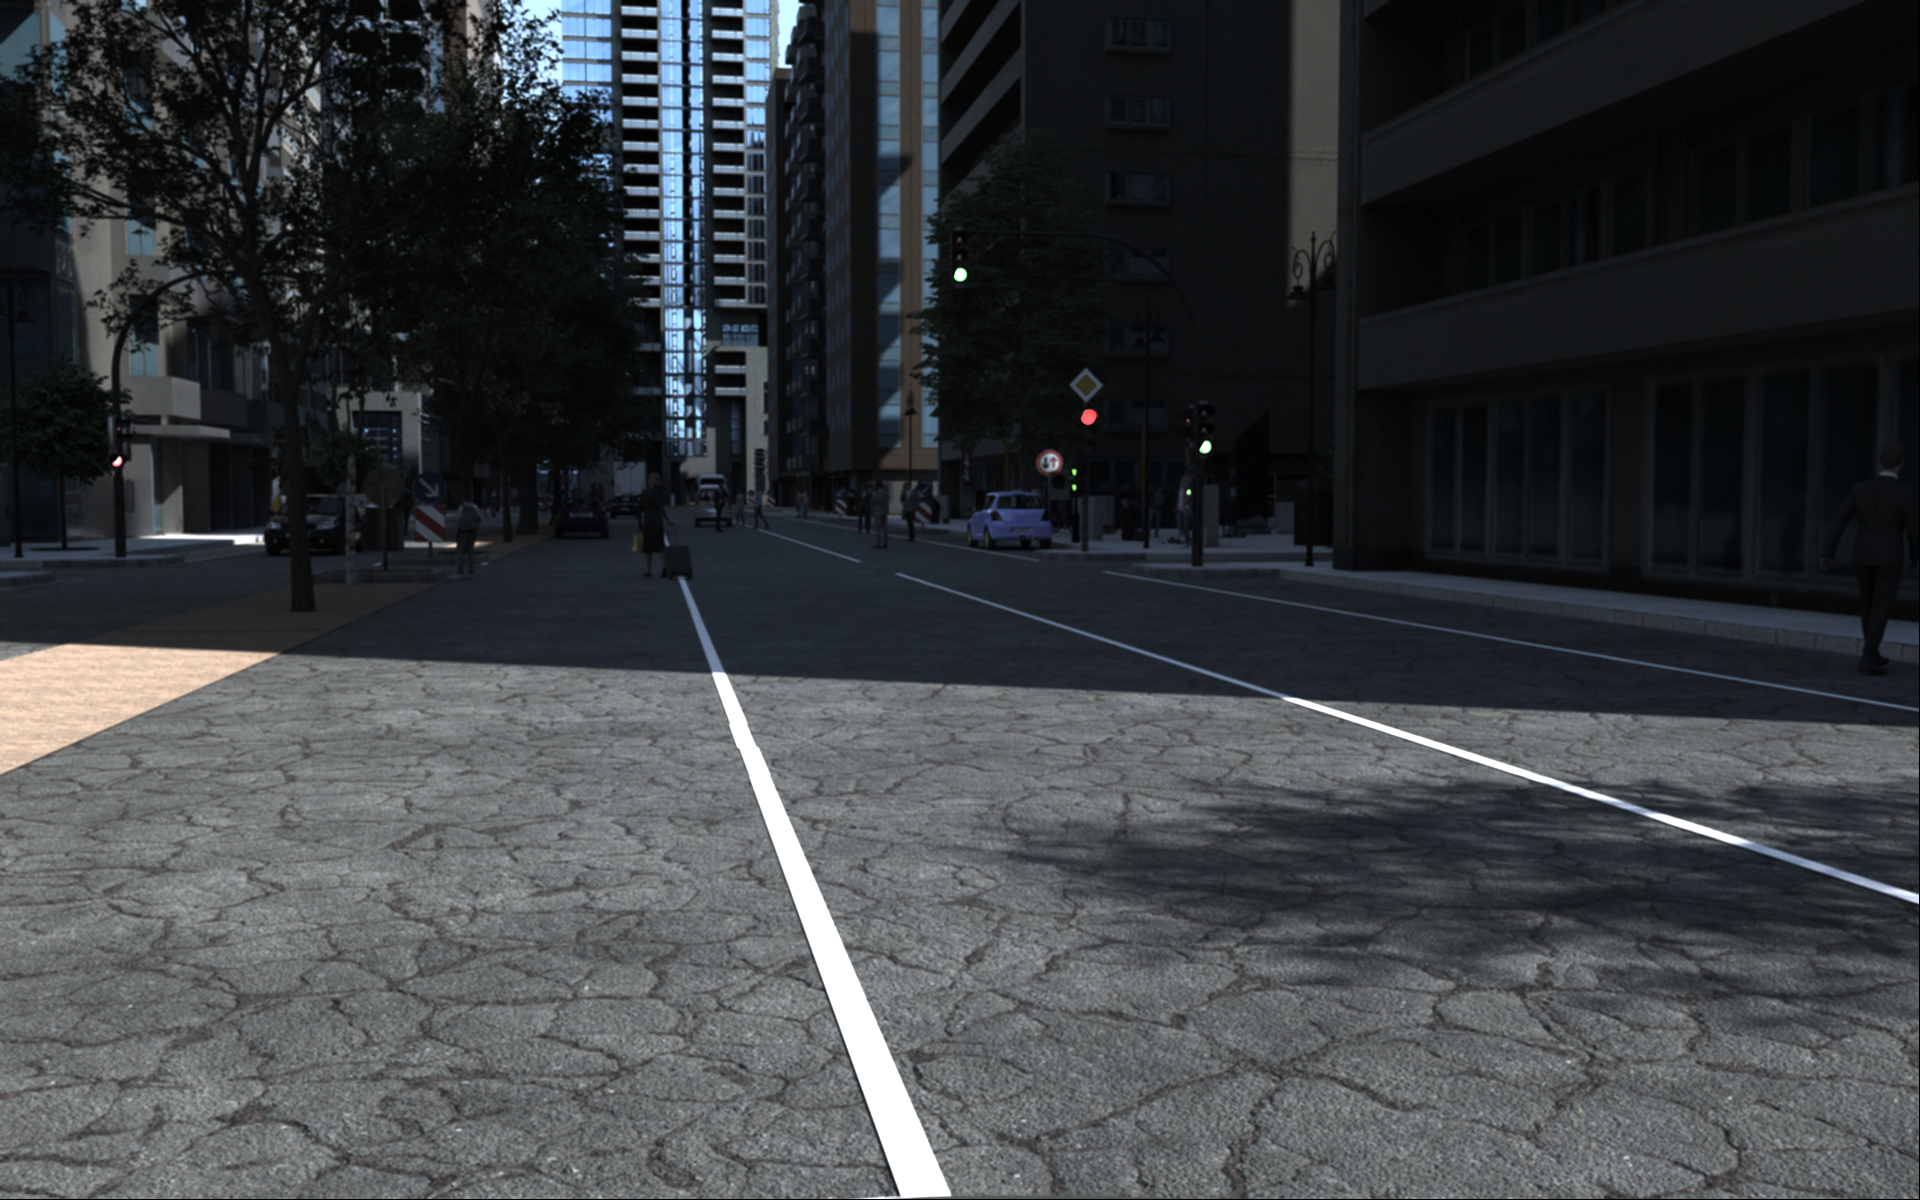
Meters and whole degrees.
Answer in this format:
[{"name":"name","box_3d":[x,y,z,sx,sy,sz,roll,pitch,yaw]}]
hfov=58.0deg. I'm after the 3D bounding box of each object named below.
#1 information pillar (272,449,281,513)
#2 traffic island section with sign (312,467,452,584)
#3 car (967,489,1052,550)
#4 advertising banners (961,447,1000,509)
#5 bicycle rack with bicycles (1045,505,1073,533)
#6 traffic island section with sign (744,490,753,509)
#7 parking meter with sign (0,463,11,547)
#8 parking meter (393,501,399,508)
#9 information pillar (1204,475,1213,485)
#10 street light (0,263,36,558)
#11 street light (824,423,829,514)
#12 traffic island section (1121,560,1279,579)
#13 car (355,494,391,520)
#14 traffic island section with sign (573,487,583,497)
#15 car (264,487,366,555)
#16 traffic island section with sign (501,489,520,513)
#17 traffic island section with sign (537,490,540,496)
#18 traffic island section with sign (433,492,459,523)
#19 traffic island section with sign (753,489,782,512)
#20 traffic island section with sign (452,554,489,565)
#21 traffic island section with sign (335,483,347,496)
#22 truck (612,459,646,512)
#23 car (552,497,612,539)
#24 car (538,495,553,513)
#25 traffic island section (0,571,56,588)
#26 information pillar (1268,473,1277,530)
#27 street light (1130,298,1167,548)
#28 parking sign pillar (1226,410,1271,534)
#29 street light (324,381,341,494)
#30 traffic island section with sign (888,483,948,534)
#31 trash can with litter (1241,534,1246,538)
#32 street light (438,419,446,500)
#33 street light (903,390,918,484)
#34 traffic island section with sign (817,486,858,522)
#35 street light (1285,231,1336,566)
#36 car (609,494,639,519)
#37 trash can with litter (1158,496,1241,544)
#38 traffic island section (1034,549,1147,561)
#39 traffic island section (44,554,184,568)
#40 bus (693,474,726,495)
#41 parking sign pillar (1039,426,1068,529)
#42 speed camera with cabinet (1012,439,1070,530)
[{"name":"information pillar","box_3d":[-31.267,-5.372,79.183,0.504,3.616,0.183,2,4,35]},{"name":"traffic island section with sign","box_3d":[-9.580,-1.248,28.546,2.006,1.907,1.989,-1,4,-10]},{"name":"car","box_3d":[1.261,-2.208,45.690,1.945,1.707,3.694,-1,4,-10]},{"name":"advertising banners","box_3d":[0.774,-4.097,63.175,0.090,3.025,2.074,-3,5,-44]},{"name":"bicycle rack with bicycles","box_3d":[3.268,-2.783,58.879,2.925,0.926,2.852,-3,5,-43]},{"name":"traffic island section with sign","box_3d":[-20.118,-9.607,165.698,1.989,1.847,2.006,-1,4,-10]},{"name":"parking meter with sign","box_3d":[-23.505,-2.797,41.993,0.543,3.016,1.738,1,4,13]},{"name":"parking meter","box_3d":[-27.654,-4.692,85.120,0.372,1.533,0.369,0,3,0]},{"name":"information pillar","box_3d":[9.383,-3.734,65.550,0.304,2.012,0.304,-1,4,-13]},{"name":"street light","box_3d":[-19.027,-3.795,34.836,0.468,5.910,1.993,-1,4,-10]},{"name":"street light","box_3d":[-8.584,-8.544,112.481,0.468,5.910,1.993,-1,4,-10]},{"name":"traffic island section","box_3d":[4.226,-0.520,30.785,2.009,0.180,2.903,-1,4,-10]},{"name":"car","box_3d":[-22.196,-3.321,64.515,2.015,1.641,3.980,-1,4,-10]},{"name":"traffic island section with sign","box_3d":[-24.239,-6.217,109.784,2.006,1.907,1.989,-1,4,-10]},{"name":"car","box_3d":[-15.569,-1.965,41.916,2.009,1.686,4.222,-1,4,-8]},{"name":"traffic island section with sign","box_3d":[-34.775,-7.747,135.289,1.989,1.847,2.006,-1,4,-10]},{"name":"traffic island section with sign","box_3d":[-39.847,-9.465,163.373,1.989,1.847,2.006,-1,4,-10]},{"name":"traffic island section with sign","box_3d":[-26.015,-4.772,86.650,1.989,1.847,2.006,-1,4,-10]},{"name":"traffic island section with sign","box_3d":[-15.345,-7.984,139.167,1.989,1.847,2.006,-1,4,-10]},{"name":"traffic island section with sign","box_3d":[-10.886,-1.694,35.837,2.006,1.907,1.989,-1,4,-10]},{"name":"traffic island section with sign","box_3d":[-21.071,-3.103,59.355,1.989,1.847,2.006,-1,4,-10]},{"name":"truck","box_3d":[-27.172,-9.387,142.389,2.839,4.237,11.283,-1,4,-12]},{"name":"car","box_3d":[-12.407,-2.705,56.812,1.945,1.354,3.894,-1,4,-12]},{"name":"car","box_3d":[-31.101,-7.127,129.110,1.945,1.354,3.894,-1,4,-11]},{"name":"traffic island section","box_3d":[-15.597,-0.302,27.226,2.009,0.180,2.903,-1,4,-10]},{"name":"information pillar","box_3d":[11.142,-3.513,61.923,0.304,2.012,0.304,1,4,16]},{"name":"street light","box_3d":[4.428,-4.170,40.963,0.468,5.910,1.993,-1,4,-10]},{"name":"parking sign pillar","box_3d":[9.270,-4.104,55.566,1.447,3.967,1.447,-2,4,-30]},{"name":"street light","box_3d":[-25.550,-5.987,70.672,0.468,5.910,1.993,-1,4,-10]},{"name":"traffic island section with sign","box_3d":[-1.562,-3.317,62.853,1.989,1.847,2.006,-1,4,-10]},{"name":"trash can with litter","box_3d":[7.590,-2.444,51.010,2.233,1.210,1.678,-2,4,-34]},{"name":"street light","box_3d":[-31.839,-8.182,106.562,0.468,5.910,1.993,-1,4,-10]},{"name":"street light","box_3d":[-2.201,-6.361,76.795,0.468,5.910,1.993,-1,4,-10]},{"name":"traffic island section with sign","box_3d":[-6.352,-4.939,89.381,1.989,1.847,2.006,-1,4,-10]},{"name":"street light","box_3d":[6.221,-3.540,30.660,0.468,5.910,1.993,-1,4,-10]},{"name":"car","box_3d":[-19.763,-5.669,102.467,2.009,1.686,4.222,-1,4,-9]},{"name":"trash can with litter","box_3d":[5.910,-2.074,44.970,1.678,1.210,2.233,-1,4,-23]},{"name":"traffic island section","box_3d":[2.808,-1.001,38.643,2.009,0.180,2.903,-1,4,-10]},{"name":"traffic island section","box_3d":[-17.015,-0.783,35.084,2.009,0.180,2.903,-1,4,-10]},{"name":"bus","box_3d":[-24.353,-10.635,168.741,2.948,3.499,13.247,-1,4,-10]},{"name":"parking sign pillar","box_3d":[3.338,-4.678,64.958,1.447,3.967,1.447,-1,4,-9]},{"name":"speed camera with cabinet","box_3d":[2.932,-4.171,62.527,2.038,3.252,0.660,1,4,11]}]
